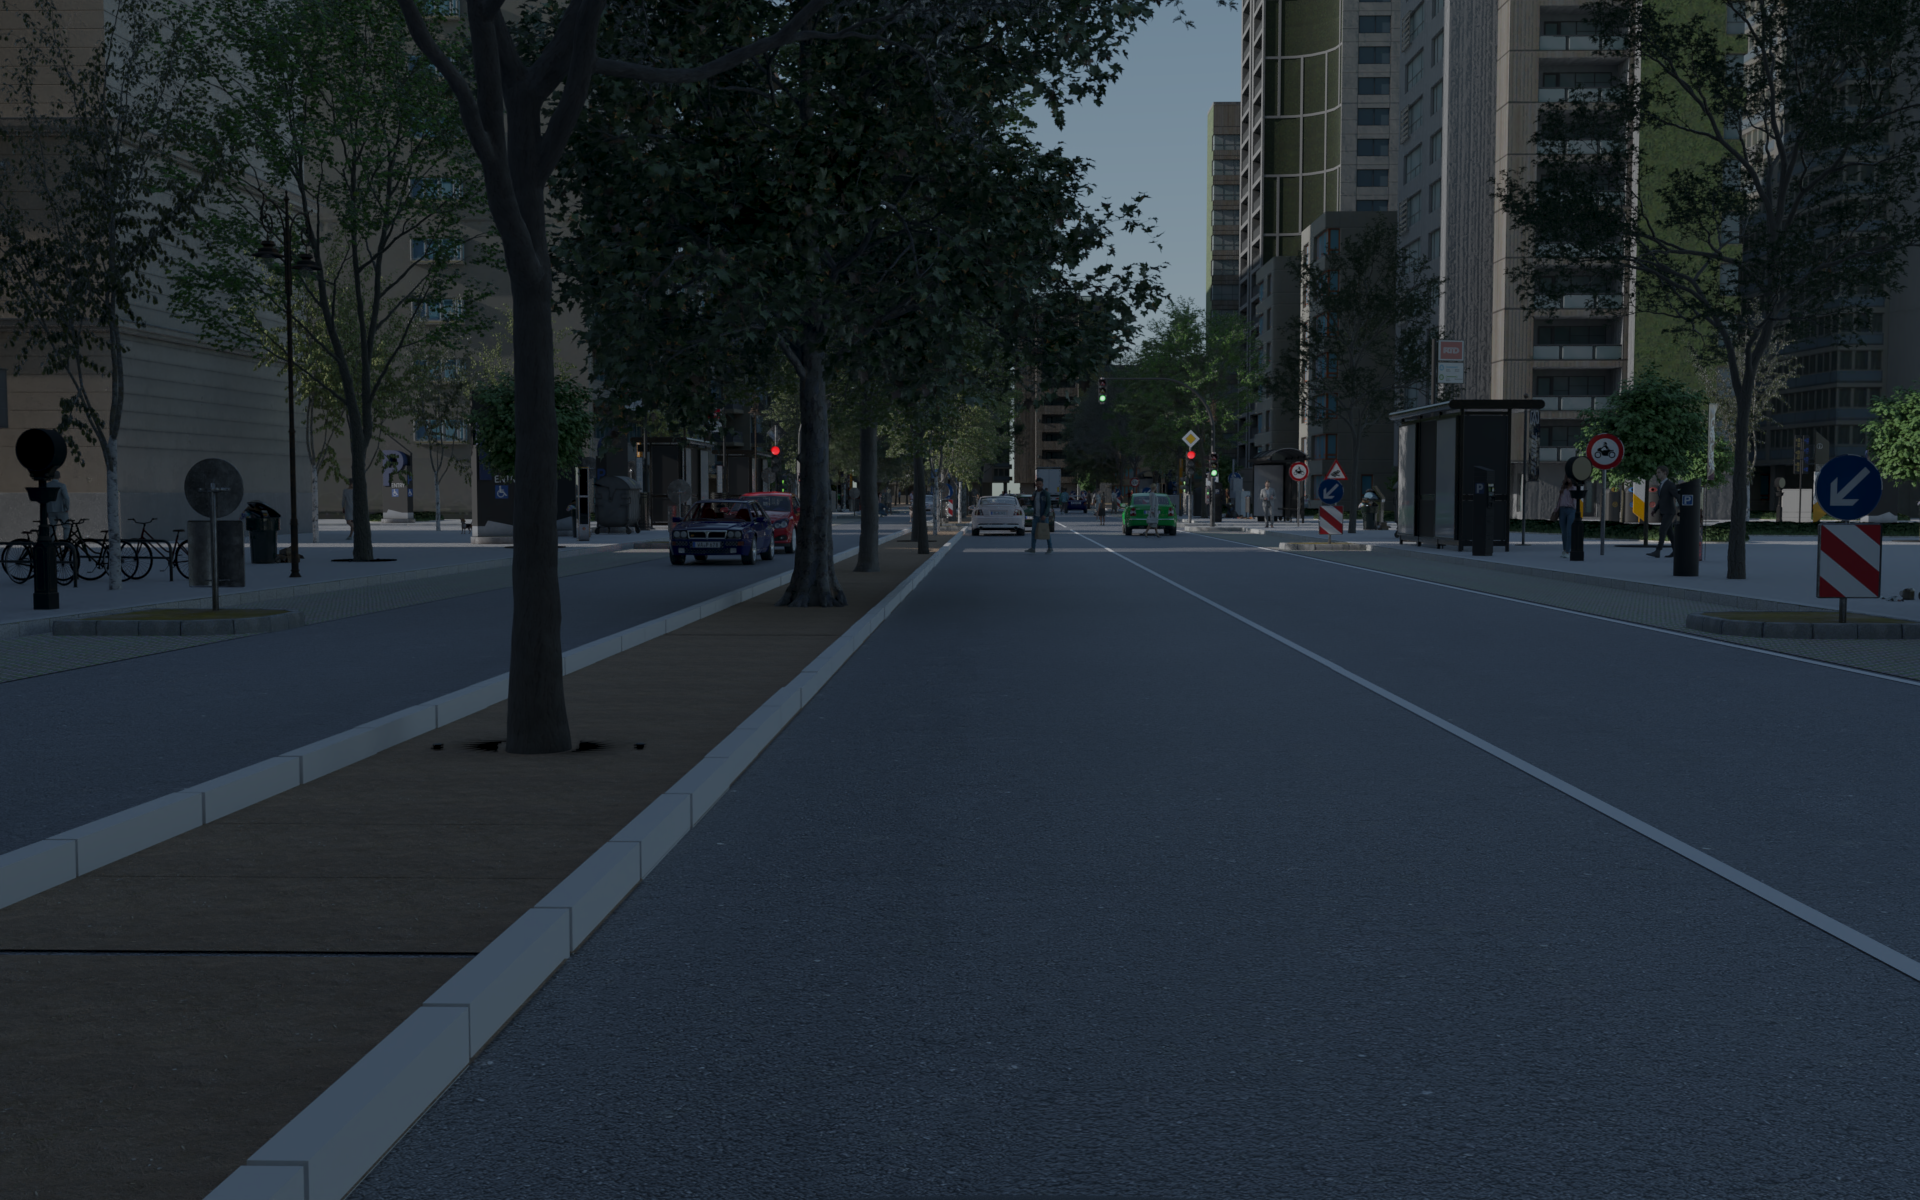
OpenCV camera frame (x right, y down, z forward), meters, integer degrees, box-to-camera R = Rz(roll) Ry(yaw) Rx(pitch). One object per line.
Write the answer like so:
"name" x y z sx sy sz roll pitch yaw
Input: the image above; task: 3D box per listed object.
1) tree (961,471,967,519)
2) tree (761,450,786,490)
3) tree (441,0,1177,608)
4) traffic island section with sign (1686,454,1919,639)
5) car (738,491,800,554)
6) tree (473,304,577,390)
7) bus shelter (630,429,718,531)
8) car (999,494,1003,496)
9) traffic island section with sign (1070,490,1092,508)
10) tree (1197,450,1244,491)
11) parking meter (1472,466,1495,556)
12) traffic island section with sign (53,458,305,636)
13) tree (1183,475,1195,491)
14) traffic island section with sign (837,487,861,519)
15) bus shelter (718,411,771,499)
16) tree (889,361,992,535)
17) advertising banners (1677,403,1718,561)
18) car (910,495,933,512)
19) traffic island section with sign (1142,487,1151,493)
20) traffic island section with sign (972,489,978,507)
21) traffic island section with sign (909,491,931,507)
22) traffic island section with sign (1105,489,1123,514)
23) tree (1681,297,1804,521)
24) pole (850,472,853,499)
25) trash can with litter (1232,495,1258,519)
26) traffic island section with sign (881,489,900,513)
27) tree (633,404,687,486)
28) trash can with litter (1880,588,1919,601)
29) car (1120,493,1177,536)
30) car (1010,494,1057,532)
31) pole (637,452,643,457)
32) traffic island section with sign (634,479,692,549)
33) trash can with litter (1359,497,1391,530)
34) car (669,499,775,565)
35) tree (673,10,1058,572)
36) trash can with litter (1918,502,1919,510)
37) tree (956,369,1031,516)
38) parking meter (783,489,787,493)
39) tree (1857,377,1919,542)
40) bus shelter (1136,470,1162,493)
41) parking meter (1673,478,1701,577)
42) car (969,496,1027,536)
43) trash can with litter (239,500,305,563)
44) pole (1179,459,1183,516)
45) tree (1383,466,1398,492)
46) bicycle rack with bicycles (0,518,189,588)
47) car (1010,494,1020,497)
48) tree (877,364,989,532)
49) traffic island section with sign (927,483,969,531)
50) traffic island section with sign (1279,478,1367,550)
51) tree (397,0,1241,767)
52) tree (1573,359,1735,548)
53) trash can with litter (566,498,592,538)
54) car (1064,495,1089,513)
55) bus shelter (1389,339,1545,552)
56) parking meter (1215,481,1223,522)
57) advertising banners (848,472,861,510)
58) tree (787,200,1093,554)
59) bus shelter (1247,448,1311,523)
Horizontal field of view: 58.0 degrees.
"tree" -1.023 -14.843 101.034 12.611 20.169 13.585 0 3 0
"tree" -13.912 -8.454 121.943 4.285 4.588 4.351 0 3 0
"tree" -1.867 -6.269 21.959 9.611 12.733 9.660 0 3 0
"traffic island section with sign" 8.702 -0.568 17.913 1.989 1.847 2.006 0 4 1
"car" -4.806 -2.081 43.062 2.155 1.783 4.494 0 4 3
"tree" -16.489 -7.008 64.947 4.737 8.622 4.395 0 3 0
"bus shelter" -11.004 -5.336 64.872 2.179 5.291 8.768 0 4 2
"car" 4.639 -10.066 176.373 2.131 1.459 4.920 0 4 3
"traffic island section with sign" 12.573 -10.357 177.972 1.989 1.847 2.006 0 4 1
"tree" 19.094 -8.781 127.288 4.285 4.588 4.351 0 3 0
"parking meter" 10.850 -1.845 35.880 0.255 1.863 0.399 -3 4 -36
"traffic island section with sign" -8.118 -0.593 18.329 1.989 1.847 2.006 0 4 1
"tree" 19.307 -9.293 146.533 1.663 3.219 1.824 0 3 0
"traffic island section with sign" -6.119 -5.654 101.079 1.989 1.847 2.006 0 4 1
"bus shelter" -10.655 -6.454 83.149 2.179 5.291 8.768 0 4 1
"tree" -0.868 -6.538 59.723 4.360 8.622 3.978 0 3 0
"advertising banners" 14.061 -2.250 32.981 0.090 3.025 2.074 3 5 41
"car" -2.528 -6.852 124.393 2.083 1.381 4.827 0 4 2
"traffic island section with sign" 10.698 -5.615 100.435 1.989 1.847 2.006 0 4 1
"traffic island section with sign" 1.215 -8.730 150.879 2.006 1.907 1.989 0 4 1
"traffic island section with sign" -4.253 -10.364 178.082 1.989 1.847 2.006 0 4 1
"traffic island section with sign" 11.354 -7.263 127.382 1.989 1.847 2.006 0 4 1
"tree" 29.065 -6.966 64.250 4.360 8.622 3.978 0 3 0
"pole" -8.103 -8.256 128.827 0.158 3.312 0.155 0 3 0
"trash can with litter" 14.767 -4.768 89.011 1.678 1.210 2.233 -1 4 -11
"traffic island section with sign" -5.455 -7.312 128.172 1.989 1.847 2.006 0 4 1
"tree" -15.111 -8.510 89.507 4.737 8.622 4.395 0 3 0
"trash can with litter" 12.092 -0.623 21.248 2.233 1.210 1.678 -1 4 -20
"car" 6.674 -3.209 61.261 1.959 1.807 4.718 0 4 3
"car" 2.739 -3.467 66.469 2.009 1.686 4.222 0 4 1
"pole" -12.532 -4.528 67.874 0.158 3.312 0.155 0 3 0
"traffic island section with sign" -7.455 -2.274 45.808 1.989 1.847 2.006 0 4 1
"trash can with litter" 14.787 -3.078 61.704 1.055 1.170 0.624 -1 4 -16
"car" -4.964 -1.453 36.334 1.945 1.354 3.894 0 4 2
"tree" -1.778 -6.806 31.868 7.486 12.596 7.792 0 3 0
"trash can with litter" 43.030 -3.994 76.685 1.055 1.170 0.624 1 4 19
"tree" 1.667 -12.530 133.073 9.928 11.665 9.643 0 3 0
"parking meter" -9.916 -5.655 98.168 0.255 1.863 0.399 0 4 -2
"tree" 25.795 -3.836 46.425 4.285 4.588 4.351 0 3 0
"bus shelter" 16.206 -9.439 148.247 2.014 3.302 5.546 0 4 1
"parking meter" 11.355 -1.140 27.050 0.372 1.533 0.369 0 3 0
"car" 1.341 -2.972 60.960 2.083 1.381 4.827 0 4 1
"trash can with litter" -12.778 -1.271 32.173 0.624 1.170 1.055 2 4 28
"pole" 12.713 -6.471 99.640 0.158 3.312 0.155 0 3 0
"tree" 25.717 -6.521 101.224 1.663 3.219 1.824 0 3 0
"bicycle rack with bicycles" -12.810 -0.713 25.047 2.925 0.926 2.852 1 4 20
"car" 3.493 -5.619 101.657 2.009 1.686 4.222 0 4 0
"tree" -0.805 -6.843 64.709 4.737 8.622 4.395 0 3 0
"traffic island section with sign" -0.783 -3.683 68.357 2.006 1.907 1.989 0 4 1
"traffic island section with sign" 9.346 -2.216 44.861 1.989 1.847 2.006 0 4 1
"tree" -2.319 -5.887 9.087 12.009 13.543 11.850 0 3 0
"tree" 16.722 -3.558 41.881 4.285 4.588 4.351 0 3 0
"trash can with litter" -11.185 -2.422 50.989 0.624 1.170 1.055 0 4 -3
"car" 8.709 -7.203 130.354 1.945 1.354 3.894 0 4 3
"bus shelter" 11.970 -3.971 42.564 2.179 5.291 8.768 0 4 1
"parking meter" 11.759 -4.478 78.918 0.399 1.863 0.255 2 4 24
"advertising banners" -7.975 -8.598 136.767 2.074 3.025 0.090 1 4 19
"tree" -0.833 -6.376 41.124 8.767 10.594 7.601 0 4 1
"bus shelter" 14.356 -5.153 78.168 2.014 3.302 5.546 0 4 1
